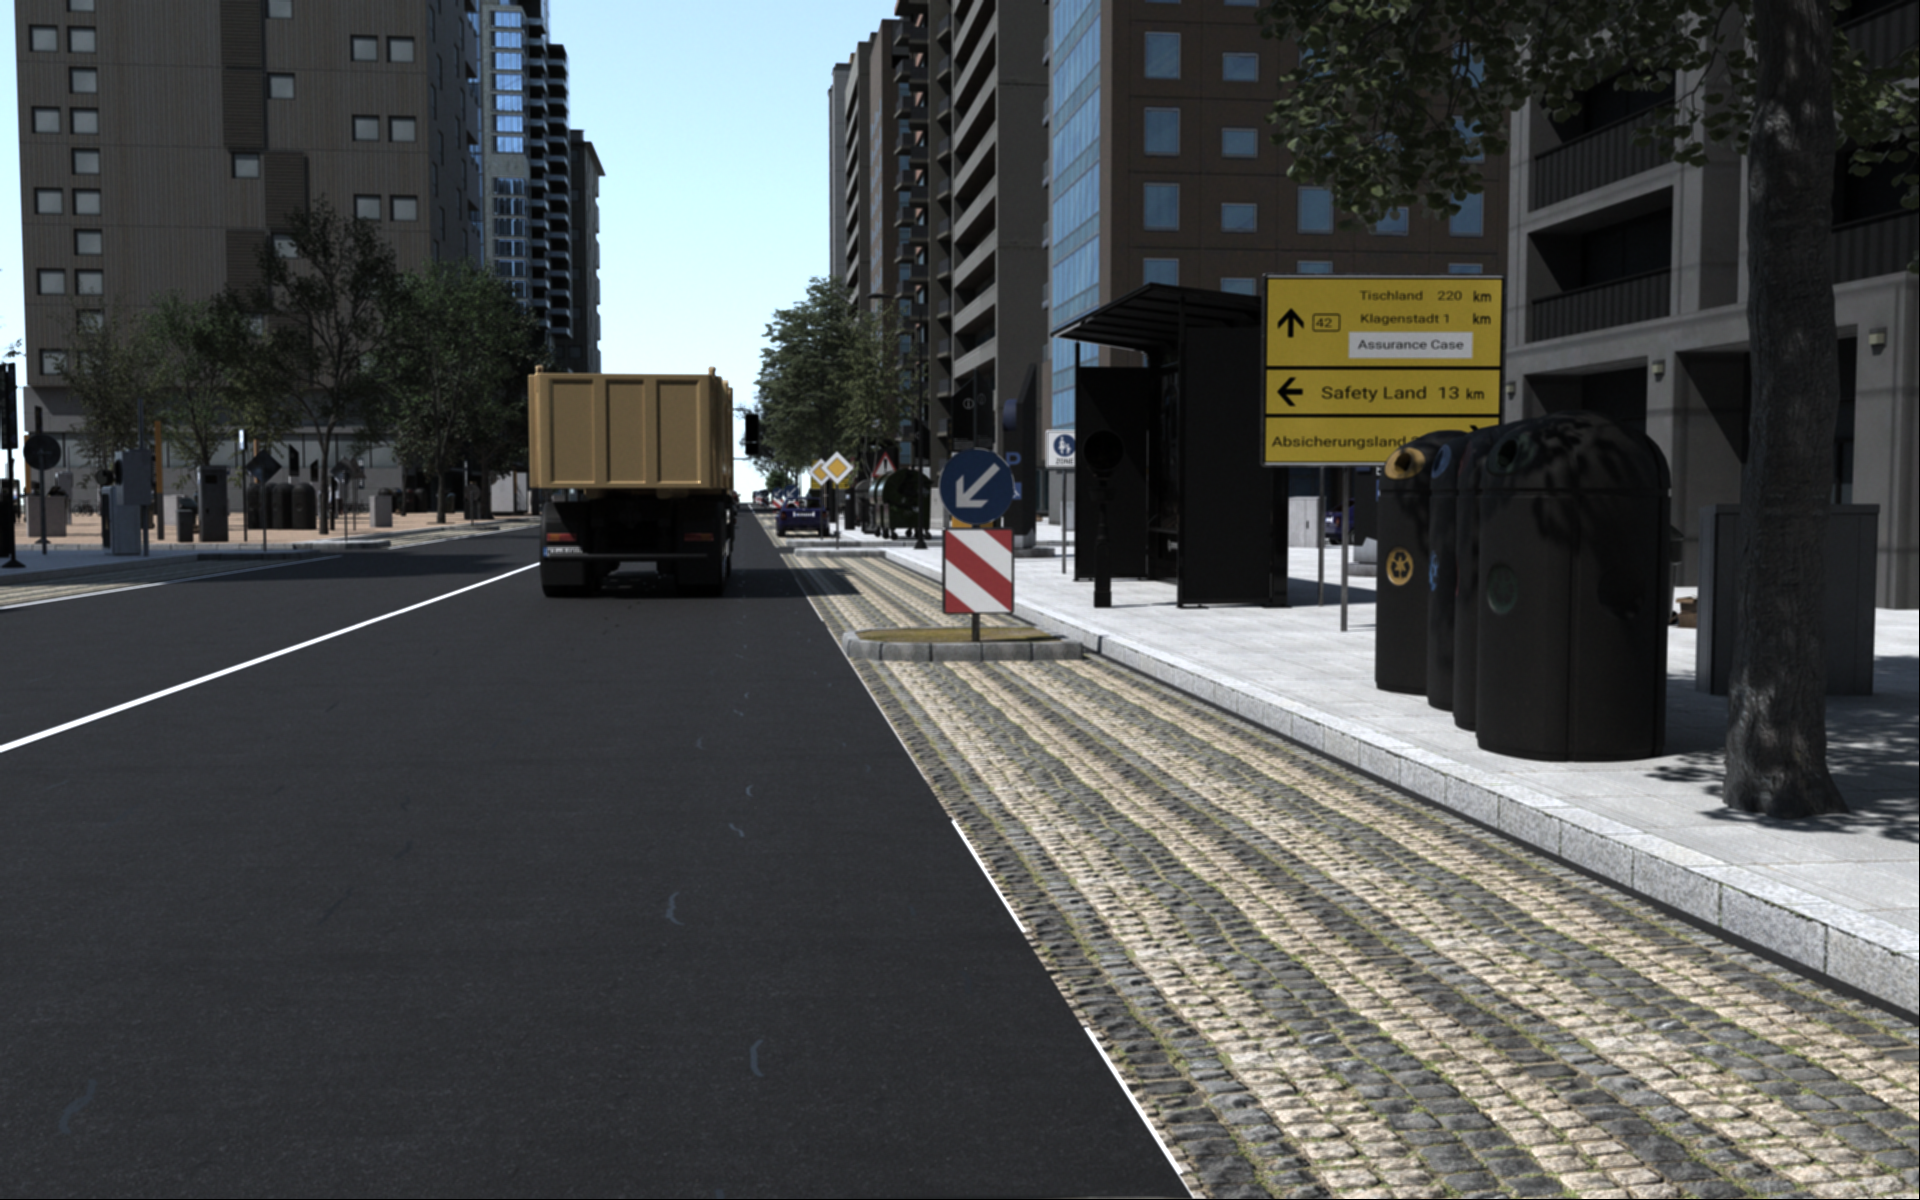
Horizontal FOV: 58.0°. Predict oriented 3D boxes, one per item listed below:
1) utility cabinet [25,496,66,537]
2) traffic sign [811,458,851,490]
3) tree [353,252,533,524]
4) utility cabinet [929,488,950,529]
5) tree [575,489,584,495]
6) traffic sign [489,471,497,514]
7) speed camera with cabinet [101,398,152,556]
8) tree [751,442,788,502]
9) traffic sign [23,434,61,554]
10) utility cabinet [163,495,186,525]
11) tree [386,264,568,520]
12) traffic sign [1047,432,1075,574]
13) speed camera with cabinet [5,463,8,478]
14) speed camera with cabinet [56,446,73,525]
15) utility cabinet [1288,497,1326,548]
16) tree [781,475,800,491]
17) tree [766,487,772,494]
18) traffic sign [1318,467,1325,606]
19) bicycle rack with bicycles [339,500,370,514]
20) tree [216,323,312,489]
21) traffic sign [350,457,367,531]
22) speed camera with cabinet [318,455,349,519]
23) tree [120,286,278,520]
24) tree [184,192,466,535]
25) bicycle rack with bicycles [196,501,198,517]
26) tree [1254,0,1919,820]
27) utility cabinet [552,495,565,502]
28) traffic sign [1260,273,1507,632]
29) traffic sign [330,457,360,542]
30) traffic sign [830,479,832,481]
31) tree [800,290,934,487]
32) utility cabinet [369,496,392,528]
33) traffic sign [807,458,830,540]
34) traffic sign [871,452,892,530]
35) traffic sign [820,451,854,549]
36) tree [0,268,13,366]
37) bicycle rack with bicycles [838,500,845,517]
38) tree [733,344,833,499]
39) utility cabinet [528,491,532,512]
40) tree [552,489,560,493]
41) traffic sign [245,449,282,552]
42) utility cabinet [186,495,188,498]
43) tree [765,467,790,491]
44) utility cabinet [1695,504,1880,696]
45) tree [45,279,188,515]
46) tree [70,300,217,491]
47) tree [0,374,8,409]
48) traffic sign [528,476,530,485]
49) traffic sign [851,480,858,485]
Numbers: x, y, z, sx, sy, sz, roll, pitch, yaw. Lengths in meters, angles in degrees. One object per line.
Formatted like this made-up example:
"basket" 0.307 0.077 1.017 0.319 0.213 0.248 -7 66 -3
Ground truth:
"utility cabinet" -27.373 -2.490 51.868 1.020 1.237 0.306 -3 5 -40
"traffic sign" -7.360 -6.402 98.550 2.265 3.308 0.079 0 4 -5
"tree" -22.380 -9.103 74.596 9.928 11.665 9.643 0 3 0
"utility cabinet" -0.830 -3.305 62.715 0.318 1.500 1.173 -2 4 -35
"tree" -30.992 -9.078 143.021 1.663 3.219 1.824 0 3 0
"traffic sign" -25.910 -5.838 95.563 0.768 2.556 0.104 0 4 -6
"speed camera with cabinet" -17.419 -2.557 36.145 0.660 3.252 2.038 -3 4 -37
"tree" -29.488 -21.257 273.302 9.928 11.665 9.643 0 3 0
"traffic sign" -19.475 -2.242 36.770 0.768 2.556 0.104 0 4 -7
"utility cabinet" -32.345 -3.662 71.039 1.020 1.237 0.306 2 4 25
"tree" -23.767 -10.384 86.787 9.611 12.733 9.660 0 3 0
"traffic sign" 1.674 -1.571 27.812 0.606 2.300 0.079 0 4 -5
"speed camera with cabinet" -60.709 -7.042 109.480 0.660 3.252 2.038 1 4 22
"speed camera with cabinet" -37.574 -4.780 72.495 0.660 3.252 2.038 -2 4 -32
"utility cabinet" 8.272 -1.849 41.392 0.306 1.237 1.020 -2 4 -32
"tree" -19.522 -12.331 196.213 1.663 3.219 1.824 0 3 0
"tree" -27.135 -15.566 249.108 1.663 3.219 1.824 0 3 0
"traffic sign" 4.127 -1.078 19.749 0.606 2.300 0.079 0 4 -4
"bicycle rack with bicycles" -39.533 -6.054 112.358 2.852 0.926 2.925 3 5 43
"tree" -30.398 -7.636 75.205 4.737 8.622 4.395 0 3 0
"traffic sign" -21.071 -3.682 60.208 0.884 2.594 0.081 0 4 1
"speed camera with cabinet" -32.112 -5.773 88.732 2.038 3.252 0.660 3 5 41
"tree" -38.183 -9.890 87.450 9.928 11.665 9.643 0 3 0
"tree" -20.199 -7.338 54.383 8.767 10.594 7.601 0 4 -7
"bicycle rack with bicycles" -42.237 -4.992 94.999 2.852 0.926 2.925 -3 5 -41
"tree" 2.955 -5.428 6.868 7.486 12.596 7.792 0 3 0
"utility cabinet" -27.978 -6.723 121.087 1.020 1.237 0.306 -2 4 -30
"traffic sign" 3.908 -1.358 16.069 2.265 3.308 0.079 0 4 -1
"traffic sign" -16.491 -2.620 46.478 0.795 2.450 0.064 0 4 -7
"traffic sign" -5.326 -4.563 74.708 0.768 2.556 0.104 0 4 -7
"tree" -3.136 -6.923 63.546 4.737 8.622 4.395 0 3 0
"utility cabinet" -22.380 -3.411 66.926 0.306 1.237 1.020 1 4 19
"traffic sign" -3.844 -2.716 48.048 0.795 2.450 0.064 0 4 -7
"traffic sign" -2.281 -3.250 53.140 0.884 2.594 0.081 0 4 1
"traffic sign" -2.845 -2.231 40.125 0.795 2.450 0.064 0 4 -7
"tree" -30.623 -6.241 52.409 4.360 8.622 3.978 0 3 0
"bicycle rack with bicycles" -8.564 -5.842 108.897 2.852 0.926 2.925 -1 4 -18
"tree" -13.377 -14.072 140.441 12.009 13.543 11.850 0 3 0
"utility cabinet" -29.791 -6.752 119.067 1.173 1.500 0.318 2 4 30
"tree" -27.383 -7.450 116.410 1.663 3.219 1.824 0 3 0
"traffic sign" -15.492 -2.135 38.556 0.795 2.450 0.064 0 4 -7
"utility cabinet" -44.051 -5.303 97.865 1.020 1.237 0.306 2 4 26
"tree" -21.783 -13.683 207.435 4.285 4.588 4.351 0 3 0
"utility cabinet" 5.307 0.001 11.143 1.020 1.237 0.306 0 4 2
"tree" -29.459 -6.717 60.191 4.360 8.622 3.978 0 3 0
"tree" -32.195 -7.114 66.676 4.737 8.622 4.395 0 3 0
"tree" -16.660 -2.649 27.025 4.285 4.588 4.351 0 3 0
"traffic sign" -28.004 -6.939 113.565 0.768 2.556 0.104 0 4 2
"traffic sign" -6.274 -6.057 99.041 0.884 2.594 0.081 0 4 -2
